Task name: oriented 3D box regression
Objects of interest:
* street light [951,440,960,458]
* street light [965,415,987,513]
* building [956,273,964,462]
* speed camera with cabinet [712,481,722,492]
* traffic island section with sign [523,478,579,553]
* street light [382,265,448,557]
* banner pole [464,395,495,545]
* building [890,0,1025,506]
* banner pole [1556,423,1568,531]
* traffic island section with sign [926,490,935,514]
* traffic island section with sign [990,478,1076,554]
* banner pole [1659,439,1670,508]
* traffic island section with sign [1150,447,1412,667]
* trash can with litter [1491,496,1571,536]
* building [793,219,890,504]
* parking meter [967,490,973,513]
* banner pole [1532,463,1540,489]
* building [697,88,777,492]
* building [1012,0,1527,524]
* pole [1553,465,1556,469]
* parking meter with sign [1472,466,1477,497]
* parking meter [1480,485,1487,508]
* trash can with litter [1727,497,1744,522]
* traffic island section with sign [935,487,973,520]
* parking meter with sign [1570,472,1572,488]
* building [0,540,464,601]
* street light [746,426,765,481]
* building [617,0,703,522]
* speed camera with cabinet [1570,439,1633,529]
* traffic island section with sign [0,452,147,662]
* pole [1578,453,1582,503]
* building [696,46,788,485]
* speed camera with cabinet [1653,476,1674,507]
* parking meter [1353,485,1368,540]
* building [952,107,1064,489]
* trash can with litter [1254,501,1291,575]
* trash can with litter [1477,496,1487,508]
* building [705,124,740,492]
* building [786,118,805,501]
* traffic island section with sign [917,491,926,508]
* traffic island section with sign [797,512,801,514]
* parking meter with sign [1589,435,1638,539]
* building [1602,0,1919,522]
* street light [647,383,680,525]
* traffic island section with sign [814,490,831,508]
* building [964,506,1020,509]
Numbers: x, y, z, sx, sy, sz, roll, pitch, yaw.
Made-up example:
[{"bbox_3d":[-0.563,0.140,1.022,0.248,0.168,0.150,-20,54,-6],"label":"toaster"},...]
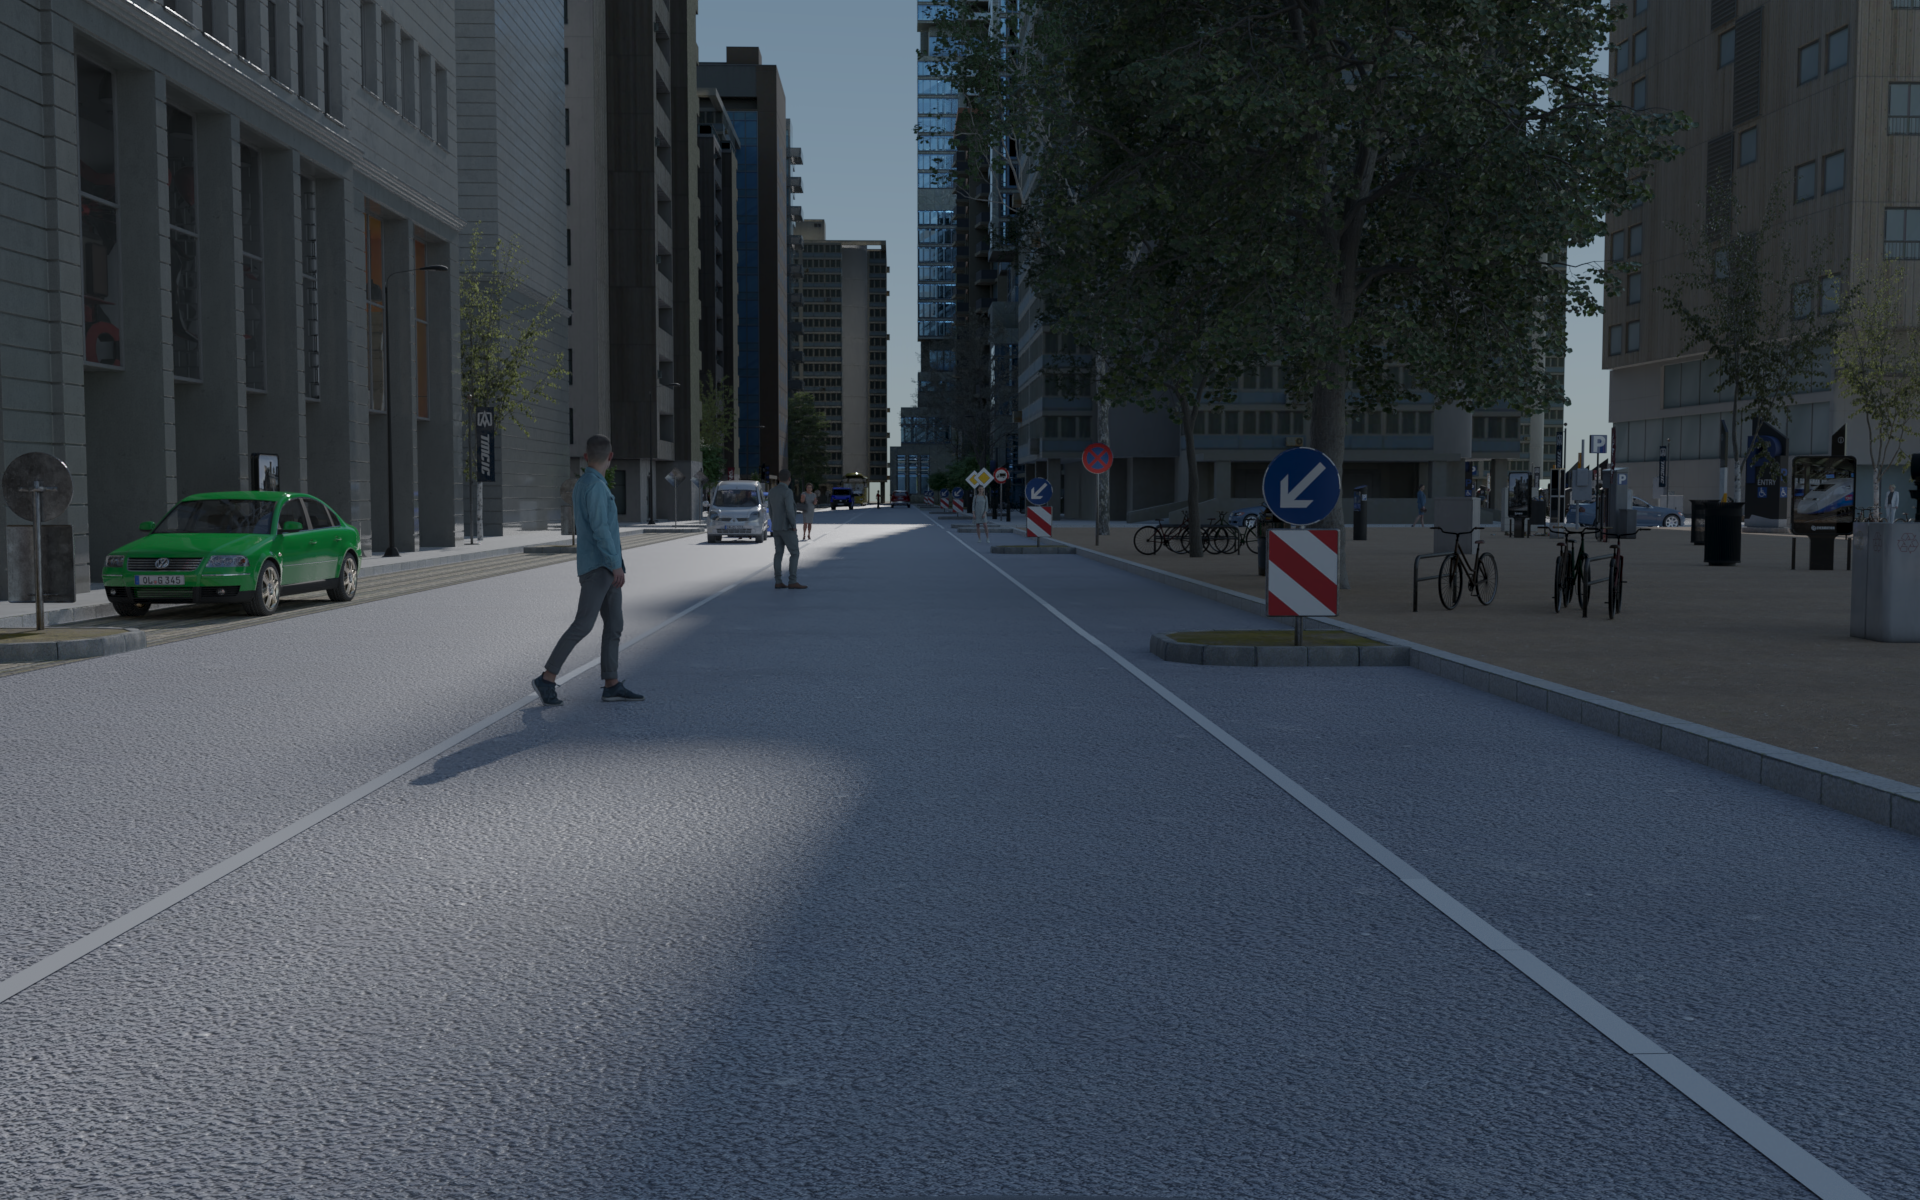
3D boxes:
[{"bbox_3d":[-0.589,-10.729,147.962,1.470,5.913,1.316,0,4,-2],"label":"street light"},{"bbox_3d":[0.974,-7.925,102.112,1.470,5.913,1.316,0,4,-2],"label":"street light"},{"bbox_3d":[6.395,-27.210,216.576,14.160,30.474,14.107,0,4,-2],"label":"building"},{"bbox_3d":[-16.334,-7.789,121.680,2.038,3.252,0.660,-2,4,-27],"label":"speed camera with cabinet"},{"bbox_3d":[-9.529,-2.073,42.529,1.989,1.847,2.006,0,4,-2],"label":"traffic island section with sign"},{"bbox_3d":[-11.086,-3.837,35.275,1.470,5.913,1.316,0,4,-2],"label":"street light"},{"bbox_3d":[-12.140,-3.288,43.768,0.863,3.779,0.401,0,4,3],"label":"banner pole"},{"bbox_3d":[5.645,-56.854,242.239,31.000,86.520,22.319,0,4,-2],"label":"building"},{"bbox_3d":[21.139,-4.335,60.900,0.401,3.779,0.863,-1,4,-9],"label":"banner pole"},{"bbox_3d":[-1.245,-7.137,125.323,1.989,1.847,2.006,0,4,-2],"label":"traffic island section with sign"},{"bbox_3d":[1.756,-2.057,42.258,1.989,1.847,2.006,0,4,-2],"label":"traffic island section with sign"},{"bbox_3d":[32.067,-5.431,78.819,0.401,3.779,0.863,-1,4,-15],"label":"banner pole"},{"bbox_3d":[2.736,-0.409,15.320,1.989,1.847,2.006,0,4,-2],"label":"traffic island section with sign"},{"bbox_3d":[17.441,-2.578,53.203,1.678,1.210,2.233,-3,5,-42],"label":"trash can with litter"},{"bbox_3d":[-22.010,-33.985,247.541,23.993,40.220,32.217,0,4,-2],"label":"building"},{"bbox_3d":[0.758,-7.564,132.075,0.372,1.533,0.369,0,3,0],"label":"parking meter"},{"bbox_3d":[46.334,-9.149,139.596,0.863,3.779,0.401,0,4,2],"label":"banner pole"},{"bbox_3d":[-33.415,-28.549,158.662,32.217,40.220,23.993,0,4,-2],"label":"building"},{"bbox_3d":[15.225,-24.257,88.486,23.993,40.220,32.217,0,4,-2],"label":"building"},{"bbox_3d":[41.735,-7.819,121.677,0.158,3.312,0.155,0,3,0],"label":"pole"},{"bbox_3d":[31.586,-6.770,106.953,0.543,3.016,1.738,1,4,17],"label":"parking meter with sign"},{"bbox_3d":[34.077,-6.548,112.778,0.399,1.863,0.255,3,5,43],"label":"parking meter"},{"bbox_3d":[35.737,-4.172,79.602,1.055,1.170,0.624,2,4,28],"label":"trash can with litter"},{"bbox_3d":[-0.257,-5.467,98.019,1.989,1.847,2.006,0,4,-2],"label":"traffic island section with sign"},{"bbox_3d":[50.988,-9.024,143.804,1.738,3.016,0.543,-1,4,-21],"label":"parking meter with sign"},{"bbox_3d":[-17.076,-15.256,26.920,11.434,29.767,29.804,0,4,-2],"label":"building"},{"bbox_3d":[-14.036,-8.932,118.583,1.470,5.913,1.316,0,4,-2],"label":"street light"},{"bbox_3d":[-19.840,-18.858,80.034,14.160,30.474,14.107,0,4,-2],"label":"building"},{"bbox_3d":[23.222,-4.177,62.632,2.038,3.252,0.660,1,4,17],"label":"speed camera with cabinet"},{"bbox_3d":[-8.551,-0.426,15.592,1.989,1.847,2.006,0,4,-2],"label":"traffic island section with sign"},{"bbox_3d":[30.497,-5.590,85.235,0.158,3.312,0.155,0,3,0],"label":"pole"},{"bbox_3d":[-25.148,-32.279,177.878,14.600,45.320,14.200,0,4,-2],"label":"building"},{"bbox_3d":[36.690,-5.870,90.308,0.660,3.252,2.038,3,4,37],"label":"speed camera with cabinet"},{"bbox_3d":[11.099,-2.422,48.019,0.372,1.533,0.369,0,3,0],"label":"parking meter"},{"bbox_3d":[10.312,-33.040,194.820,22.147,44.769,28.867,0,4,-2],"label":"building"},{"bbox_3d":[5.150,-0.964,27.150,1.055,1.170,0.624,0,4,7],"label":"trash can with litter"},{"bbox_3d":[32.699,-5.956,108.767,0.624,1.170,1.055,2,4,29],"label":"trash can with litter"},{"bbox_3d":[-24.971,-22.236,135.268,14.160,30.474,14.107,0,4,-2],"label":"building"},{"bbox_3d":[-34.364,-36.074,209.424,30.456,49.044,23.786,0,4,-2],"label":"building"},{"bbox_3d":[-3.089,-10.233,175.943,1.989,1.847,2.006,0,4,-2],"label":"traffic island section with sign"},{"bbox_3d":[-12.520,-7.134,125.271,1.989,1.847,2.006,0,4,-2],"label":"traffic island section with sign"},{"bbox_3d":[18.948,-3.295,50.131,0.543,3.016,1.738,-1,4,-15],"label":"parking meter with sign"},{"bbox_3d":[51.497,-30.556,88.837,27.495,52.752,28.713,0,4,-2],"label":"building"},{"bbox_3d":[-12.436,-6.128,72.734,1.470,5.913,1.316,0,4,-2],"label":"street light"},{"bbox_3d":[-14.301,-10.146,174.521,1.989,1.847,2.006,0,4,-2],"label":"traffic island section with sign"},{"bbox_3d":[11.550,-52.001,162.879,22.319,86.520,31.000,0,4,-2],"label":"building"}]
